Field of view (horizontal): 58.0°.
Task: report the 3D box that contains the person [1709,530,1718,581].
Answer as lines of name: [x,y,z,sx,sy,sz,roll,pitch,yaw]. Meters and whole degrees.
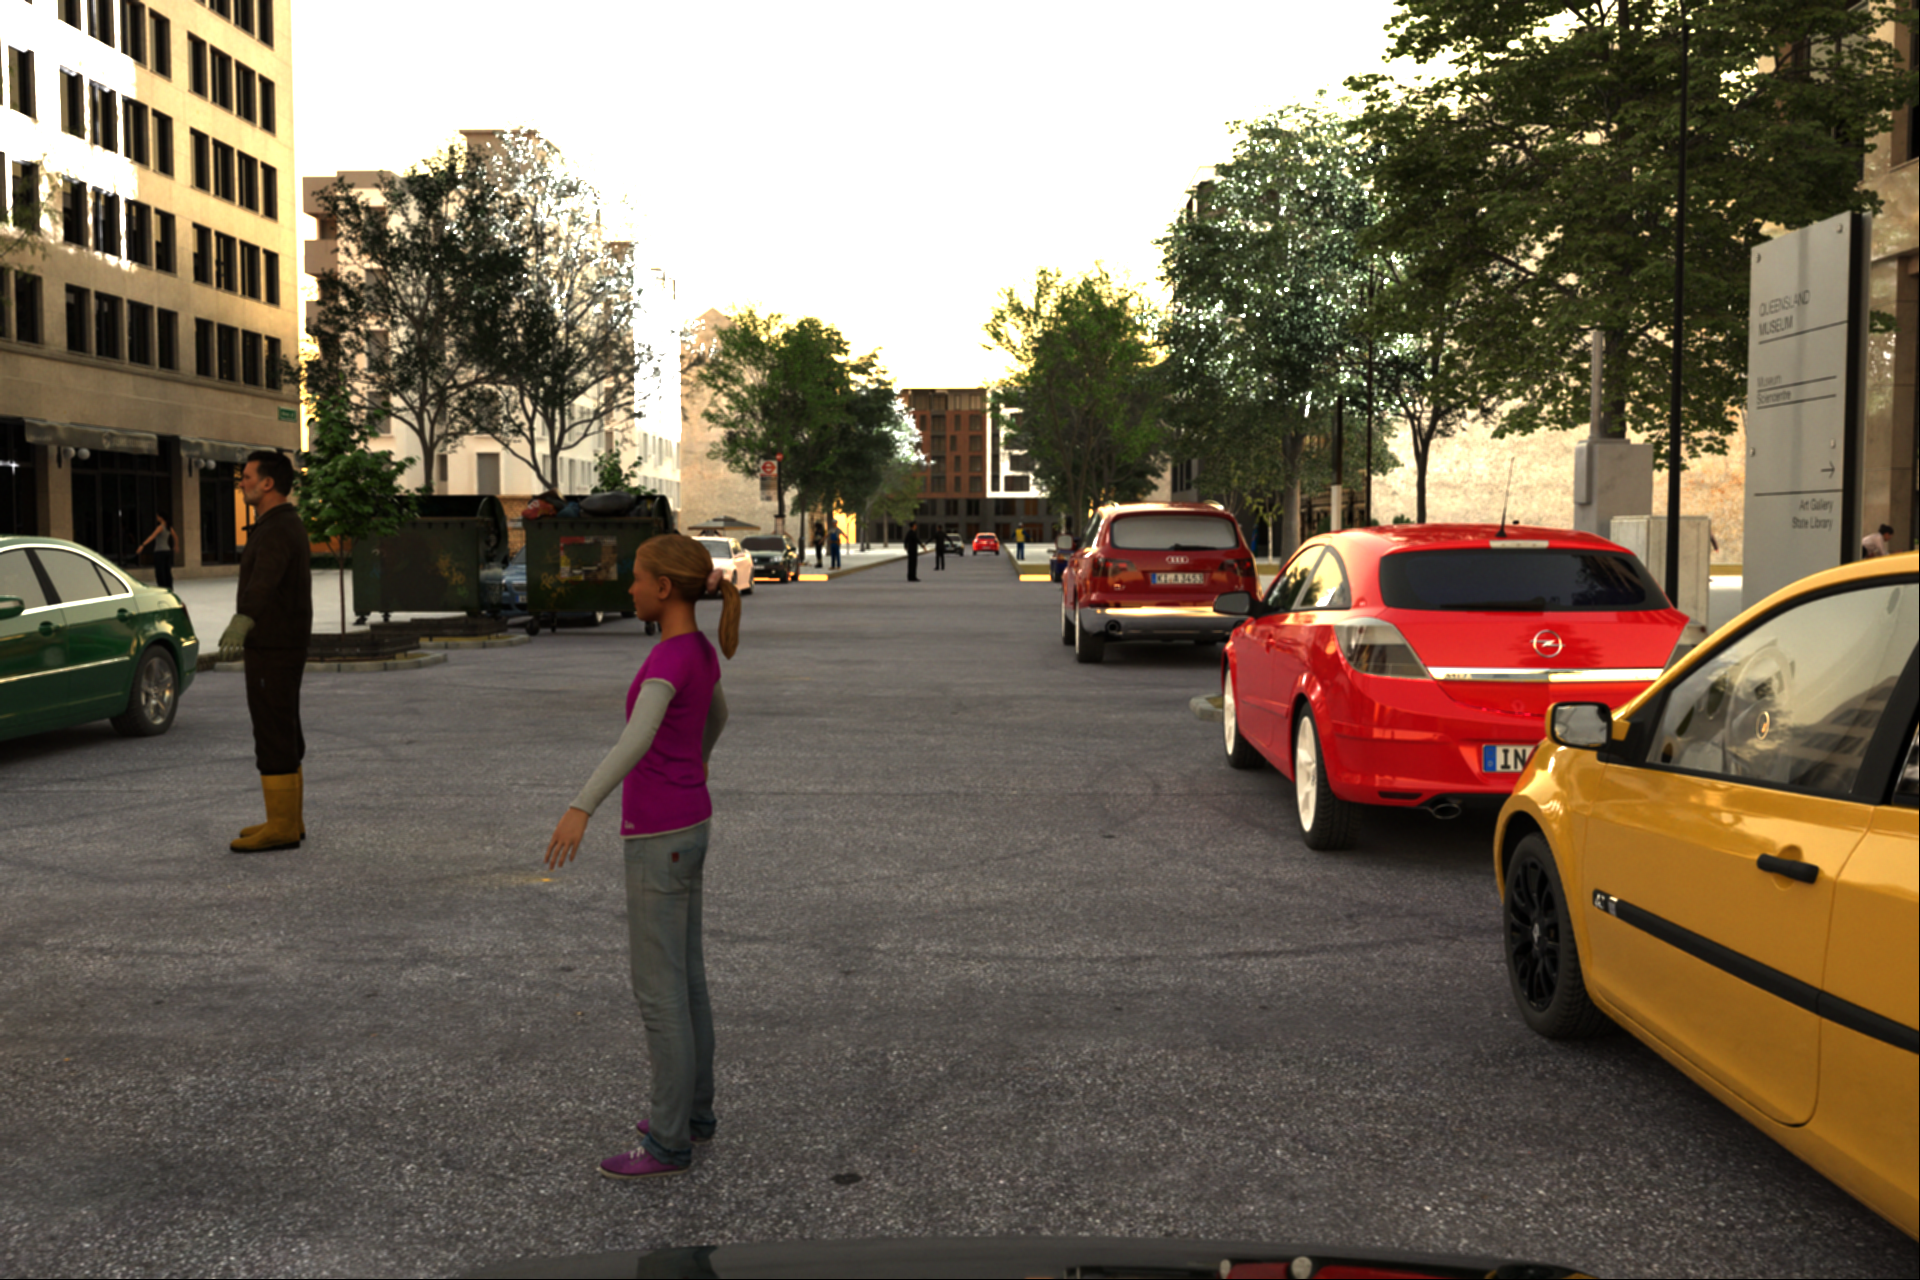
person: [20.098,-2.459,46.804,0.990,1.755,0.434,-1,4,-12]

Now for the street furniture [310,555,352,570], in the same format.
street furniture: [-23.756,-2.923,63.420,10.072,0.657,5.734,0,4,3]

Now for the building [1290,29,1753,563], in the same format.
building: [27.347,-15.502,84.383,19.493,23.208,18.063,0,4,1]

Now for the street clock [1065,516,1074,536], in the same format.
street clock: [4.420,-4.009,70.117,0.358,2.002,0.471,0,4,1]

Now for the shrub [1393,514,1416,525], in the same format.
shrub: [16.404,-3.688,64.345,1.661,2.075,1.752,0,3,0]

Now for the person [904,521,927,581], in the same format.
person: [-1.410,-2.702,52.569,0.705,1.837,1.347,-2,4,-29]

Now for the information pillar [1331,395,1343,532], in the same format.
information pillar: [6.409,-2.332,29.486,0.183,3.616,0.504,0,4,1]

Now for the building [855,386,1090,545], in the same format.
building: [2.171,-24.724,250.664,32.646,21.610,27.936,0,4,3]

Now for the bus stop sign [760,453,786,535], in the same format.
bus stop sign: [-6.171,-4.190,57.210,0.855,3.939,0.416,0,4,3]

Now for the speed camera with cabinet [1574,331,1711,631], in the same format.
speed camera with cabinet: [6.384,-1.342,16.276,0.660,3.252,2.038,0,4,1]

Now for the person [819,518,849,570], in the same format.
person: [-4.499,-3.456,62.363,1.347,1.847,0.705,2,4,33]

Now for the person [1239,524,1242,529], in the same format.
person: [13.874,-4.900,86.573,0.721,1.772,1.216,0,4,-7]

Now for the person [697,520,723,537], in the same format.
person: [-9.789,-3.770,67.782,1.345,1.843,0.704,-1,4,-12]

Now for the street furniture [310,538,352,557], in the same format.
street furniture: [-24.636,-3.932,71.149,11.010,1.723,9.812,2,4,25]

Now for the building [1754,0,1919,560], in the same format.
building: [28.498,-15.562,20.664,22.709,31.103,35.509,0,4,1]

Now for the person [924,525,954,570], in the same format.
person: [-0.813,-3.687,68.964,1.346,1.802,0.704,-2,4,-28]

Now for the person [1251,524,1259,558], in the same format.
person: [15.846,-5.316,93.042,0.704,1.817,1.347,1,4,12]

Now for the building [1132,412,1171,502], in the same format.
building: [27.985,-21.410,180.978,19.493,23.208,18.063,0,4,2]

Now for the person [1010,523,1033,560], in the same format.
person: [2.996,-4.852,85.302,1.349,1.833,0.705,3,4,36]

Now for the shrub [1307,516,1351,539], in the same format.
shrub: [13.812,-3.696,64.466,1.661,2.075,1.752,0,3,0]

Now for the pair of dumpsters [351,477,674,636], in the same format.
pair of dumpsters: [-6.397,-1.215,24.818,4.436,2.255,1.574,0,4,2]

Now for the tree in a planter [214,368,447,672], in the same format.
tree in a planter: [-6.751,-1.324,18.862,1.991,3.239,1.994,0,4,1]

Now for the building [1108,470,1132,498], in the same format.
building: [26.791,-22.556,199.726,19.493,23.208,18.063,0,4,2]

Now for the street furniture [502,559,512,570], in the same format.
street furniture: [-12.239,-2.522,56.853,5.734,0.657,10.072,2,4,25]

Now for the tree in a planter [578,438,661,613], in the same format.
tree in a planter: [-6.469,-2.155,32.451,1.991,3.239,1.994,0,4,1]

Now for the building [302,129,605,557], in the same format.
building: [-24.827,-13.818,82.349,16.016,20.090,11.380,0,4,2]

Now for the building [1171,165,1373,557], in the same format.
building: [27.438,-16.417,112.400,27.936,21.610,32.646,0,4,1]

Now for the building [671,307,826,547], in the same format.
building: [-23.821,-21.158,176.855,19.493,23.208,18.063,0,4,0]

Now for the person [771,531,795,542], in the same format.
person: [-6.906,-3.638,66.276,1.217,1.733,0.721,0,4,-6]

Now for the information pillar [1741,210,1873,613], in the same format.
information pillar: [6.542,-1.355,13.466,0.184,3.620,1.656,0,4,1]

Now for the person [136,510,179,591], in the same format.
person: [-15.186,-1.593,32.849,0.721,1.737,1.217,1,4,9]

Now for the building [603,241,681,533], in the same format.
building: [-25.669,-15.702,113.148,16.016,20.090,11.380,0,4,2]

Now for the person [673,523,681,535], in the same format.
person: [-13.304,-4.535,80.339,1.347,1.806,0.705,-2,4,-32]

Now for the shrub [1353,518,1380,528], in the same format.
shrub: [16.893,-4.080,71.133,1.690,2.028,1.600,0,3,0]

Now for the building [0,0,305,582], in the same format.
building: [-31.621,-14.582,40.583,24.374,26.755,37.873,0,4,2]

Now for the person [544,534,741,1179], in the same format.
person: [-0.722,0.475,3.961,0.599,1.433,0.991,0,4,8]

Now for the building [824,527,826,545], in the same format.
building: [-20.391,-16.190,206.861,9.099,9.664,28.070,0,4,2]

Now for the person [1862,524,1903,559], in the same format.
person: [14.175,-1.085,26.974,0.799,1.438,0.628,-2,4,-35]

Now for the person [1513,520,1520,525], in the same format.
person: [18.625,-3.120,57.728,0.721,1.740,1.216,0,4,0]

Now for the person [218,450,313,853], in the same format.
person: [-3.178,0.040,7.940,0.704,1.812,1.346,-1,4,-15]

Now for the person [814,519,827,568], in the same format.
person: [-5.380,-3.664,65.683,0.705,1.856,1.354,0,4,0]
